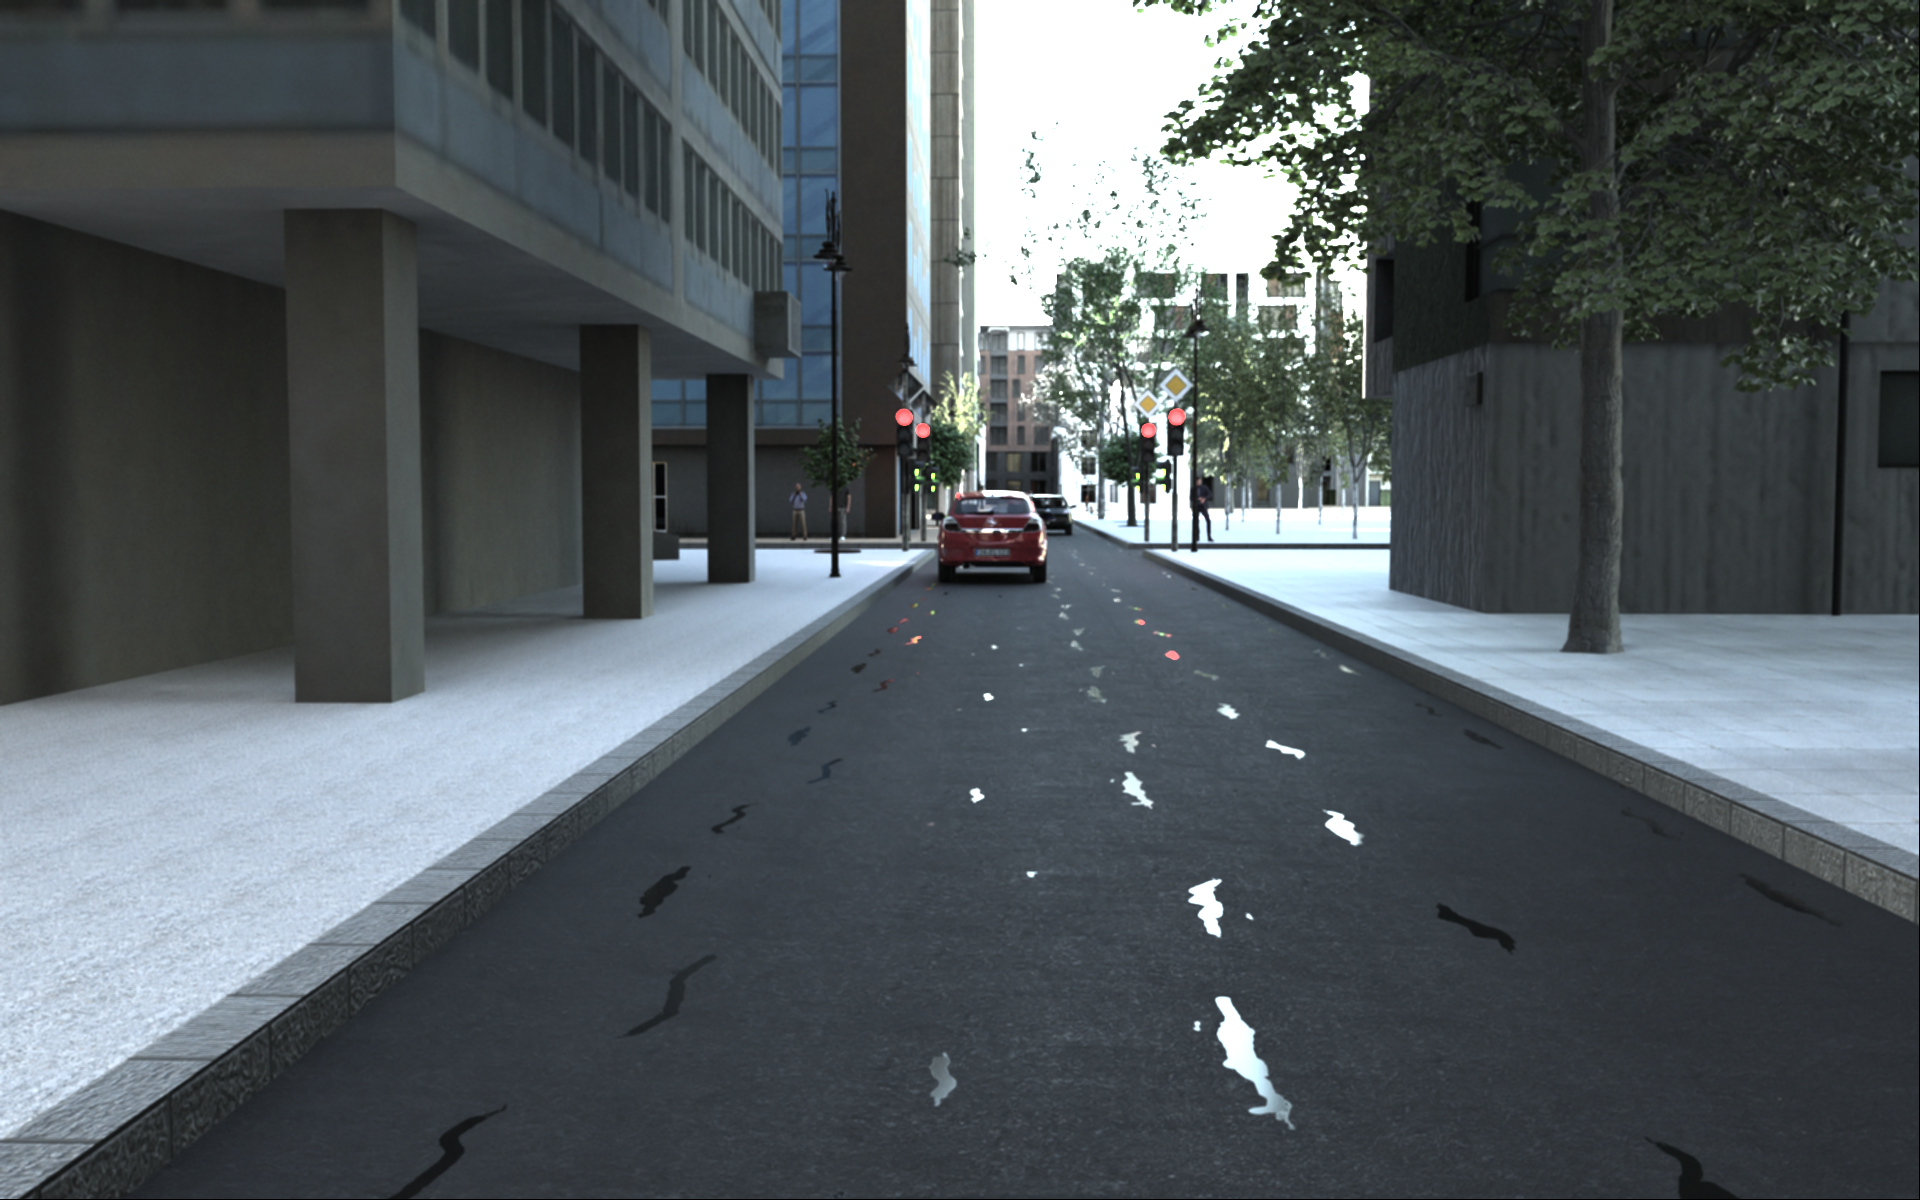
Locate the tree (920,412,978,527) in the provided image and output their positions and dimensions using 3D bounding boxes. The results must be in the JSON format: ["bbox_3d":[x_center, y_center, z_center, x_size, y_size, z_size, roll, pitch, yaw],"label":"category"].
[{"bbox_3d":[-0.809,-5.164,68.139,4.285,4.588,4.351,0,3,0],"label":"tree"}]

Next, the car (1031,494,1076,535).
[{"bbox_3d":[3.143,-3.181,61.799,2.009,1.686,4.222,0,4,3],"label":"car"}]

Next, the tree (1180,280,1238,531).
[{"bbox_3d":[9.946,-6.404,55.062,4.737,8.622,4.395,0,3,0],"label":"tree"}]

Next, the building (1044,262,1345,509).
[{"bbox_3d":[22.833,-19.906,169.443,27.936,21.610,32.646,0,4,2],"label":"building"}]

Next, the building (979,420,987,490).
[{"bbox_3d":[-11.108,-15.428,194.395,28.070,9.664,9.099,0,4,2],"label":"building"}]

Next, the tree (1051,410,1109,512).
[{"bbox_3d":[8.304,-10.517,122.323,4.360,8.622,3.978,0,3,0],"label":"tree"}]

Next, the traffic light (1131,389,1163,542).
[{"bbox_3d":[5.018,-3.525,46.551,0.839,4.253,0.868,0,4,2],"label":"traffic light"}]

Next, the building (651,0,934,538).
[{"bbox_3d":[-8.199,-24.805,55.673,14.600,45.320,14.200,0,4,2],"label":"building"}]

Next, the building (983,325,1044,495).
[{"bbox_3d":[9.625,-22.956,219.311,32.646,21.610,27.936,0,4,2],"label":"building"}]

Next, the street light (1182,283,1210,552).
[{"bbox_3d":[5.189,-4.000,38.193,0.468,5.910,1.993,0,4,2],"label":"street light"}]

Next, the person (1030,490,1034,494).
[{"bbox_3d":[6.172,-8.580,149.235,0.683,1.767,0.568,3,5,41],"label":"person"}]

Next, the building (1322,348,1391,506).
[{"bbox_3d":[53.138,-21.157,212.368,31.486,18.905,16.747,0,4,2],"label":"building"}]

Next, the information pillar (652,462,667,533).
[{"bbox_3d":[-6.939,-2.170,39.979,0.304,2.012,0.304,-1,4,-18],"label":"information pillar"}]

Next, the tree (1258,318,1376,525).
[{"bbox_3d":[14.654,-7.402,71.386,4.360,8.622,3.978,0,3,0],"label":"tree"}]

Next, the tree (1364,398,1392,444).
[{"bbox_3d":[21.057,-8.591,74.883,7.601,10.594,8.767,0,4,7],"label":"tree"}]

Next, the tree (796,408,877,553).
[{"bbox_3d":[-2.827,-2.654,37.999,1.663,3.219,1.824,0,3,0],"label":"tree"}]

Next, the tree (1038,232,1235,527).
[{"bbox_3d":[6.853,-8.687,67.786,9.928,11.665,9.643,0,3,0],"label":"tree"}]

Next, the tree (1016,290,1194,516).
[{"bbox_3d":[8.387,-11.642,100.722,12.009,13.543,11.850,0,3,0],"label":"tree"}]

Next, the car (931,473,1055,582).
[{"bbox_3d":[0.559,-1.262,29.681,2.155,1.783,4.494,0,4,1],"label":"car"}]

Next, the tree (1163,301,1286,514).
[{"bbox_3d":[17.839,-12.663,113.697,9.857,13.997,8.962,0,3,0],"label":"tree"}]

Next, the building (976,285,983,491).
[{"bbox_3d":[-12.347,-19.750,166.881,27.936,21.610,32.646,0,4,2],"label":"building"}]

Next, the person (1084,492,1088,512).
[{"bbox_3d":[9.129,-7.074,124.969,0.557,1.426,1.065,1,4,11],"label":"person"}]

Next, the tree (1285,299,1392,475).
[{"bbox_3d":[23.034,-10.981,86.194,9.857,13.997,8.962,0,3,0],"label":"tree"}]

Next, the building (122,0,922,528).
[{"bbox_3d":[-18.091,-23.933,83.188,32.217,40.220,23.993,0,4,2],"label":"building"}]

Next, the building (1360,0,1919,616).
[{"bbox_3d":[12.861,-15.448,24.281,14.160,30.474,14.107,0,4,2],"label":"building"}]

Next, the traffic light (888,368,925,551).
[{"bbox_3d":[-1.205,-3.047,38.735,0.839,4.253,0.868,0,4,2],"label":"traffic light"}]

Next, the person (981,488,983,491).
[{"bbox_3d":[1.806,-8.398,143.443,0.705,1.812,1.348,0,4,4],"label":"person"}]

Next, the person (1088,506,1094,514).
[{"bbox_3d":[8.272,-5.700,109.711,0.357,0.543,0.381,-1,4,-22],"label":"person"}]

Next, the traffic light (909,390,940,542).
[{"bbox_3d":[-0.961,-3.535,46.717,0.839,4.253,0.868,0,4,2],"label":"traffic light"}]

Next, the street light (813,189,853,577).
[{"bbox_3d":[-1.934,-3.294,26.639,0.468,5.910,1.993,0,4,2],"label":"street light"}]

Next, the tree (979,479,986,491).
[{"bbox_3d":[1.802,-11.754,186.782,1.663,3.219,1.824,0,3,0],"label":"tree"}]

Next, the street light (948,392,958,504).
[{"bbox_3d":[-0.347,-6.457,78.358,0.468,5.910,1.993,0,4,2],"label":"street light"}]

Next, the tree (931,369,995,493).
[{"bbox_3d":[-0.115,-9.224,101.176,4.737,8.622,4.395,0,3,0],"label":"tree"}]

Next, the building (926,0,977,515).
[{"bbox_3d":[-6.091,-26.103,110.379,14.154,41.232,14.086,0,4,2],"label":"building"}]

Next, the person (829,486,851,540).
[{"bbox_3d":[-3.365,-2.574,48.256,0.598,1.807,0.434,2,4,25],"label":"person"}]

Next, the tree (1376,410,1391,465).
[{"bbox_3d":[26.934,-9.566,106.774,4.360,8.622,3.978,0,3,0],"label":"tree"}]

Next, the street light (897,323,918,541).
[{"bbox_3d":[-1.421,-4.537,46.975,0.468,5.910,1.993,0,4,2],"label":"street light"}]

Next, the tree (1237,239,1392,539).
[{"bbox_3d":[11.133,-6.030,48.950,4.737,8.622,4.395,0,3,0],"label":"tree"}]

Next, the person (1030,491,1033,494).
[{"bbox_3d":[7.262,-10.236,175.878,1.348,1.821,0.705,-2,4,-33],"label":"person"}]

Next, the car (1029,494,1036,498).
[{"bbox_3d":[5.170,-6.561,117.051,2.009,1.686,4.222,0,4,2],"label":"car"}]

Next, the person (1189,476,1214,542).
[{"bbox_3d":[6.528,-2.462,46.740,0.683,1.767,0.568,0,4,4],"label":"person"}]

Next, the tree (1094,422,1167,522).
[{"bbox_3d":[7.803,-5.842,79.233,4.285,4.588,4.351,0,3,0],"label":"tree"}]

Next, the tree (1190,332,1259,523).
[{"bbox_3d":[12.536,-7.797,77.849,4.360,8.622,3.978,0,3,0],"label":"tree"}]

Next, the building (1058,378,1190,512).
[{"bbox_3d":[12.733,-12.089,139.800,9.099,9.664,28.070,0,4,2],"label":"building"}]

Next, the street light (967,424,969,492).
[{"bbox_3d":[0.514,-8.421,110.463,0.468,5.910,1.993,0,4,2],"label":"street light"}]

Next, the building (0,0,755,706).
[{"bbox_3d":[-14.395,-20.007,19.001,23.993,40.220,32.217,0,4,2],"label":"building"}]

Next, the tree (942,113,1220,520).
[{"bbox_3d":[5.909,-14.164,87.464,12.611,20.169,13.585,0,3,0],"label":"tree"}]

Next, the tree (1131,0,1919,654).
[{"bbox_3d":[5.103,-5.875,14.178,7.486,12.596,7.792,0,3,0],"label":"tree"}]

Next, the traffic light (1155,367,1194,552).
[{"bbox_3d":[4.774,-3.037,38.569,0.839,4.253,0.868,0,4,2],"label":"traffic light"}]

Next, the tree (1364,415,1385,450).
[{"bbox_3d":[29.859,-11.541,114.451,9.928,11.665,9.643,0,3,0],"label":"tree"}]

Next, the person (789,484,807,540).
[{"bbox_3d":[-4.471,-2.443,48.051,0.516,1.574,0.319,1,4,14],"label":"person"}]
